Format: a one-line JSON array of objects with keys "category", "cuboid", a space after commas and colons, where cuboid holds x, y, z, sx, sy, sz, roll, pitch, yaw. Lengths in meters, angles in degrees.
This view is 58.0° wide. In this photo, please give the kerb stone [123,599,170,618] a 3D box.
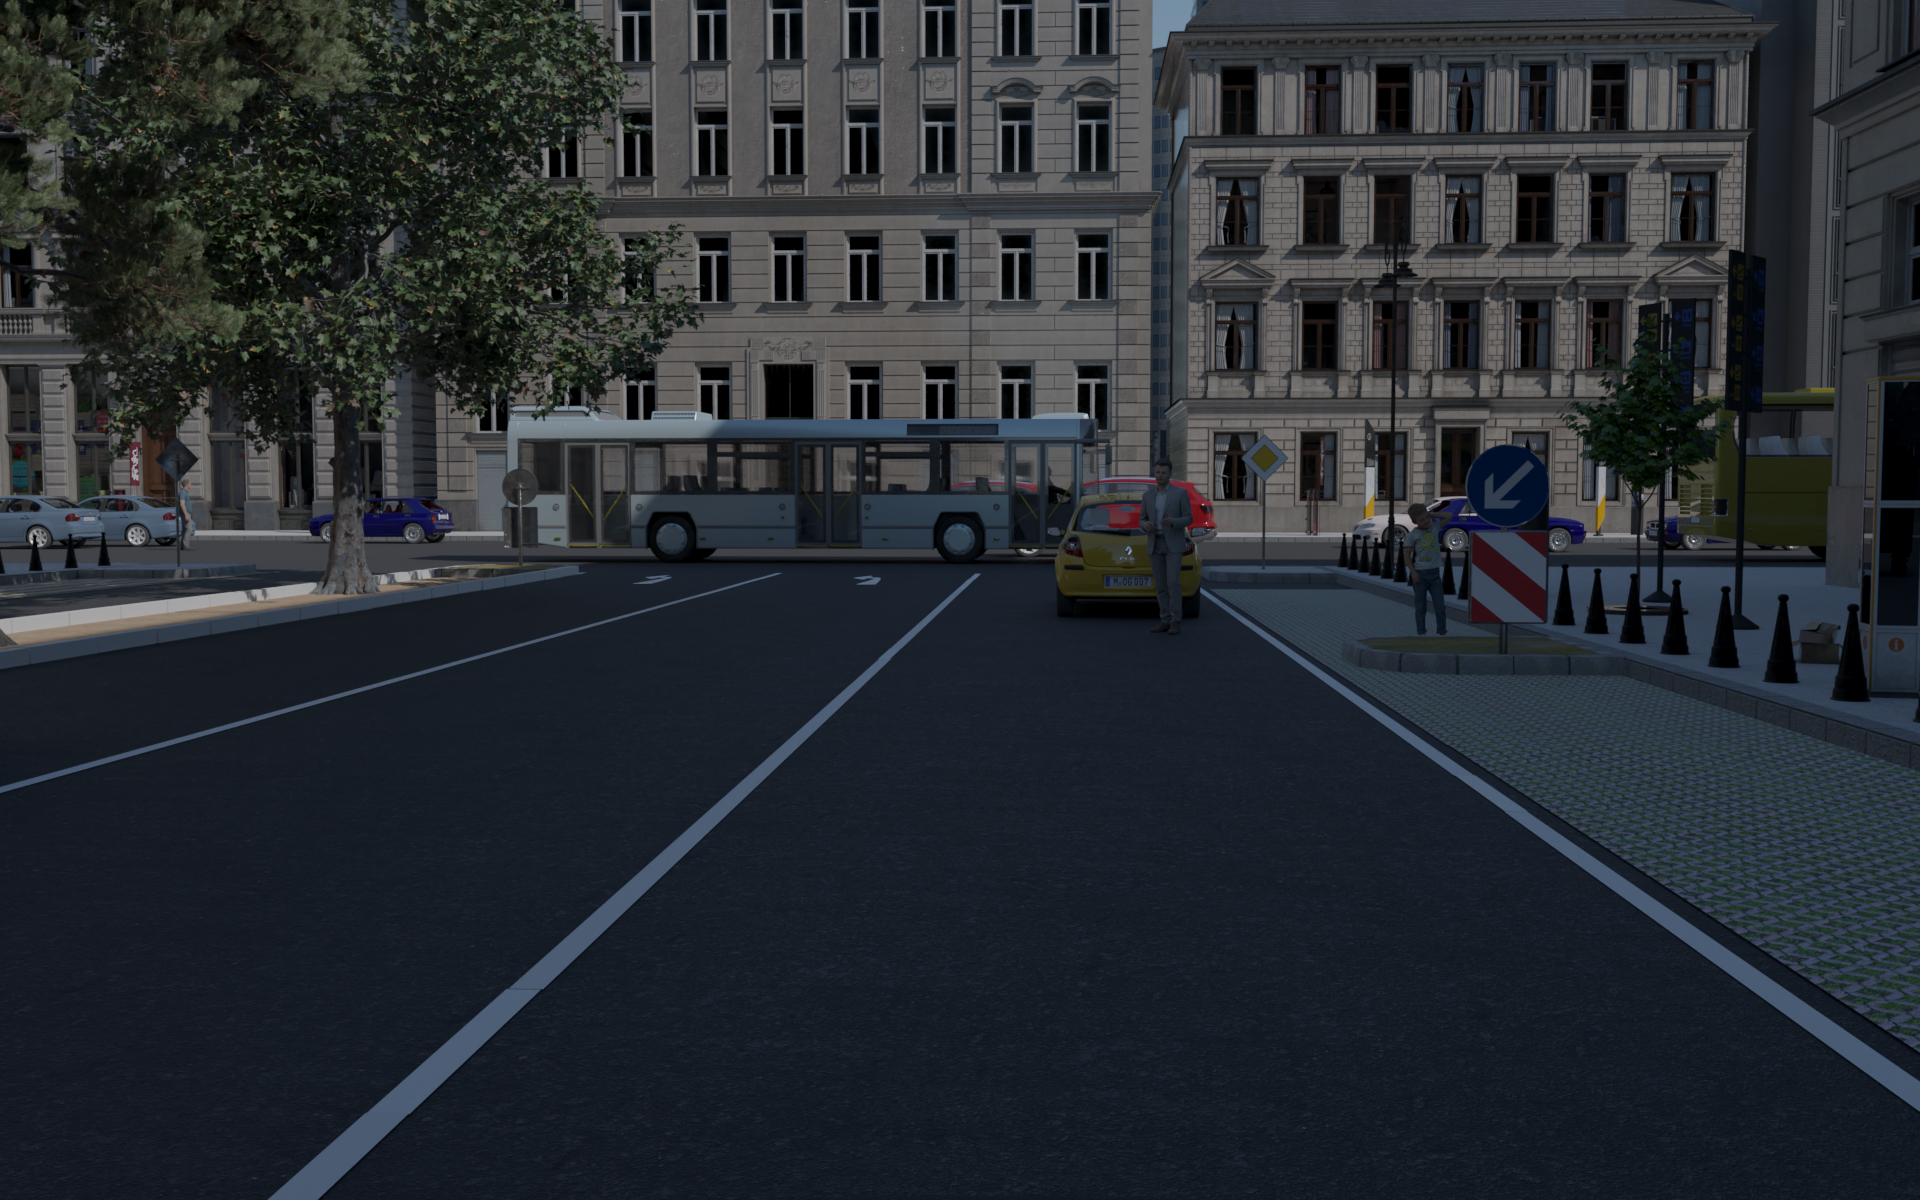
[{"category": "kerb stone", "cuboid": [-9.608, 0.117, 20.291, 0.120, 0.150, 1.000, 0, 4, 3]}]

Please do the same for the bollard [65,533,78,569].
[{"category": "bollard", "cuboid": [-15.362, -0.849, 29.917, 0.229, 0.601, 0.229, 0, 3, 0]}]

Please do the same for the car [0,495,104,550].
[{"category": "car", "cuboid": [-25.002, -2.058, 45.647, 4.499, 1.417, 2.014, 0, 4, 4]}]

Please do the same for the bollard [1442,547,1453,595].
[{"category": "bollard", "cuboid": [6.229, -0.371, 22.102, 0.229, 0.601, 0.229, 0, 3, 0]}]

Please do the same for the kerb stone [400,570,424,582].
[{"category": "kerb stone", "cuboid": [-9.114, -0.386, 28.504, 0.120, 0.150, 1.000, 0, 4, 3]}]

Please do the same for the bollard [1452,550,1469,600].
[{"category": "bollard", "cuboid": [6.168, -0.308, 21.077, 0.229, 0.601, 0.229, 0, 3, 0]}]

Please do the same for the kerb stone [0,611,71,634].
[{"category": "kerb stone", "cuboid": [-9.730, 0.243, 18.231, 0.120, 0.150, 1.000, 0, 4, 3]}]

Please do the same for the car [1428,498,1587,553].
[{"category": "car", "cuboid": [13.508, -1.876, 43.256, 3.894, 1.354, 1.945, 0, 4, 3]}]

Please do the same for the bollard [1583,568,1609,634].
[{"category": "bollard", "cuboid": [5.860, 0.007, 15.932, 0.229, 0.601, 0.229, 0, 3, 0]}]

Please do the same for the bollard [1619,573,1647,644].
[{"category": "bollard", "cuboid": [5.796, 0.069, 14.907, 0.229, 0.601, 0.229, 0, 3, 0]}]

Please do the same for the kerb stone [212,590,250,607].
[{"category": "kerb stone", "cuboid": [-9.485, -0.009, 22.340, 0.120, 0.150, 1.000, 0, 4, 3]}]

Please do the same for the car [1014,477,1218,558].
[{"category": "car", "cuboid": [3.258, -1.910, 39.897, 5.304, 1.827, 2.281, 0, 4, 4]}]

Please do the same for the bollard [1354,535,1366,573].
[{"category": "bollard", "cuboid": [6.604, -0.747, 28.259, 0.229, 0.601, 0.229, 0, 3, 0]}]

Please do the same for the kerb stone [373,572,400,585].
[{"category": "kerb stone", "cuboid": [-9.174, -0.323, 27.481, 0.120, 0.150, 1.000, 0, 4, 3]}]

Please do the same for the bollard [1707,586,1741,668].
[{"category": "bollard", "cuboid": [5.672, 0.196, 12.842, 0.229, 0.601, 0.229, 0, 3, 0]}]

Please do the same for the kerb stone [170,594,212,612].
[{"category": "kerb stone", "cuboid": [-9.542, 0.054, 21.313, 0.120, 0.150, 1.000, 0, 4, 3]}]

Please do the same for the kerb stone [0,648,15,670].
[{"category": "kerb stone", "cuboid": [-7.881, 0.506, 14.000, 0.120, 0.150, 1.000, 0, 4, 3]}]

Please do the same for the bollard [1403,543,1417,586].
[{"category": "bollard", "cuboid": [6.351, -0.497, 24.160, 0.229, 0.601, 0.229, 0, 3, 0]}]

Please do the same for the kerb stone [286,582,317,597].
[{"category": "kerb stone", "cuboid": [-9.364, -0.132, 24.394, 0.120, 0.150, 1.000, 0, 4, 3]}]

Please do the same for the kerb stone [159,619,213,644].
[{"category": "kerb stone", "cuboid": [-7.697, 0.317, 17.071, 0.120, 0.150, 1.000, 0, 4, 3]}]

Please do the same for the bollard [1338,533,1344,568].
[{"category": "bollard", "cuboid": [6.724, -0.873, 30.322, 0.229, 0.601, 0.229, 0, 3, 0]}]

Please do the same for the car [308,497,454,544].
[{"category": "car", "cuboid": [-16.938, -2.331, 50.697, 3.894, 1.354, 1.945, 0, 4, 5]}]

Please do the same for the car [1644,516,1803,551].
[{"category": "car", "cuboid": [19.789, -1.957, 44.585, 3.894, 1.354, 1.945, 0, 4, 1]}]

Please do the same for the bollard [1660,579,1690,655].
[{"category": "bollard", "cuboid": [5.736, 0.132, 13.877, 0.229, 0.601, 0.229, 0, 3, 0]}]

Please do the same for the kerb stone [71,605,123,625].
[{"category": "kerb stone", "cuboid": [-9.671, 0.179, 19.268, 0.120, 0.150, 1.000, 0, 4, 3]}]

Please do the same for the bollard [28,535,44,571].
[{"category": "bollard", "cuboid": [-15.424, -0.786, 28.885, 0.229, 0.601, 0.229, 0, 3, 0]}]

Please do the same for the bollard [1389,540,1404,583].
[{"category": "bollard", "cuboid": [6.414, -0.559, 25.185, 0.229, 0.601, 0.229, 0, 3, 0]}]

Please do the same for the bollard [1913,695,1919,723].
[{"category": "bollard", "cuboid": [5.483, 0.387, 9.714, 0.229, 0.601, 0.229, 0, 3, 0]}]

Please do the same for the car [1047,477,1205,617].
[{"category": "car", "cuboid": [2.078, -0.698, 21.629, 2.015, 1.641, 3.980, 0, 4, 5]}]

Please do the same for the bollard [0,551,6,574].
[{"category": "bollard", "cuboid": [-15.488, -0.723, 27.861, 0.229, 0.601, 0.229, 0, 3, 0]}]

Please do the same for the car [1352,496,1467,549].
[{"category": "car", "cuboid": [12.865, -2.059, 46.025, 4.827, 1.381, 2.083, 0, 4, 2]}]

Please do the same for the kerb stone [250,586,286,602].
[{"category": "kerb stone", "cuboid": [-9.412, -0.070, 23.362, 0.120, 0.150, 1.000, 0, 4, 3]}]

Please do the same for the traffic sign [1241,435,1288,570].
[{"category": "traffic sign", "cuboid": [5.155, -1.574, 29.381, 0.795, 2.450, 0.064, 0, 4, 3]}]

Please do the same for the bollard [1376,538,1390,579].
[{"category": "bollard", "cuboid": [6.478, -0.622, 26.209, 0.229, 0.601, 0.229, 0, 3, 0]}]

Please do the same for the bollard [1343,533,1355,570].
[{"category": "bollard", "cuboid": [6.663, -0.811, 29.297, 0.229, 0.601, 0.229, 0, 3, 0]}]

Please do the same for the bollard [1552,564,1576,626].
[{"category": "bollard", "cuboid": [5.920, -0.056, 16.960, 0.229, 0.601, 0.229, 0, 3, 0]}]

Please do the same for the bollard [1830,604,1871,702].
[{"category": "bollard", "cuboid": [5.546, 0.323, 10.769, 0.229, 0.601, 0.229, 0, 3, 0]}]

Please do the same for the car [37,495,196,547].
[{"category": "car", "cuboid": [-23.473, -2.181, 47.658, 4.499, 1.417, 2.014, 0, 4, 2]}]

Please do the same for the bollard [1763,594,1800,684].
[{"category": "bollard", "cuboid": [5.606, 0.259, 11.808, 0.229, 0.601, 0.229, 0, 3, 0]}]

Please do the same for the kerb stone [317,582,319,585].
[{"category": "kerb stone", "cuboid": [-9.295, -0.197, 25.416, 0.120, 0.150, 1.000, 0, 4, 3]}]

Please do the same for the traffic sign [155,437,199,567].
[{"category": "traffic sign", "cuboid": [-13.803, -1.645, 30.542, 0.795, 2.450, 0.064, 0, 4, 3]}]

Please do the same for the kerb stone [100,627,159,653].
[{"category": "kerb stone", "cuboid": [-7.764, 0.376, 16.048, 0.120, 0.150, 1.000, 0, 4, 3]}]

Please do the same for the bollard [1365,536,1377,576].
[{"category": "bollard", "cuboid": [6.541, -0.685, 27.234, 0.229, 0.601, 0.229, 0, 3, 0]}]

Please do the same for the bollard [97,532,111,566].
[{"category": "bollard", "cuboid": [-15.298, -0.911, 30.942, 0.229, 0.601, 0.229, 0, 3, 0]}]

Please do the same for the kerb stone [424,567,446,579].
[{"category": "kerb stone", "cuboid": [-9.047, -0.449, 29.537, 0.120, 0.150, 1.000, 0, 4, 3]}]

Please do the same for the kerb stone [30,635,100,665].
[{"category": "kerb stone", "cuboid": [-7.818, 0.439, 15.023, 0.120, 0.150, 1.000, 0, 4, 3]}]
